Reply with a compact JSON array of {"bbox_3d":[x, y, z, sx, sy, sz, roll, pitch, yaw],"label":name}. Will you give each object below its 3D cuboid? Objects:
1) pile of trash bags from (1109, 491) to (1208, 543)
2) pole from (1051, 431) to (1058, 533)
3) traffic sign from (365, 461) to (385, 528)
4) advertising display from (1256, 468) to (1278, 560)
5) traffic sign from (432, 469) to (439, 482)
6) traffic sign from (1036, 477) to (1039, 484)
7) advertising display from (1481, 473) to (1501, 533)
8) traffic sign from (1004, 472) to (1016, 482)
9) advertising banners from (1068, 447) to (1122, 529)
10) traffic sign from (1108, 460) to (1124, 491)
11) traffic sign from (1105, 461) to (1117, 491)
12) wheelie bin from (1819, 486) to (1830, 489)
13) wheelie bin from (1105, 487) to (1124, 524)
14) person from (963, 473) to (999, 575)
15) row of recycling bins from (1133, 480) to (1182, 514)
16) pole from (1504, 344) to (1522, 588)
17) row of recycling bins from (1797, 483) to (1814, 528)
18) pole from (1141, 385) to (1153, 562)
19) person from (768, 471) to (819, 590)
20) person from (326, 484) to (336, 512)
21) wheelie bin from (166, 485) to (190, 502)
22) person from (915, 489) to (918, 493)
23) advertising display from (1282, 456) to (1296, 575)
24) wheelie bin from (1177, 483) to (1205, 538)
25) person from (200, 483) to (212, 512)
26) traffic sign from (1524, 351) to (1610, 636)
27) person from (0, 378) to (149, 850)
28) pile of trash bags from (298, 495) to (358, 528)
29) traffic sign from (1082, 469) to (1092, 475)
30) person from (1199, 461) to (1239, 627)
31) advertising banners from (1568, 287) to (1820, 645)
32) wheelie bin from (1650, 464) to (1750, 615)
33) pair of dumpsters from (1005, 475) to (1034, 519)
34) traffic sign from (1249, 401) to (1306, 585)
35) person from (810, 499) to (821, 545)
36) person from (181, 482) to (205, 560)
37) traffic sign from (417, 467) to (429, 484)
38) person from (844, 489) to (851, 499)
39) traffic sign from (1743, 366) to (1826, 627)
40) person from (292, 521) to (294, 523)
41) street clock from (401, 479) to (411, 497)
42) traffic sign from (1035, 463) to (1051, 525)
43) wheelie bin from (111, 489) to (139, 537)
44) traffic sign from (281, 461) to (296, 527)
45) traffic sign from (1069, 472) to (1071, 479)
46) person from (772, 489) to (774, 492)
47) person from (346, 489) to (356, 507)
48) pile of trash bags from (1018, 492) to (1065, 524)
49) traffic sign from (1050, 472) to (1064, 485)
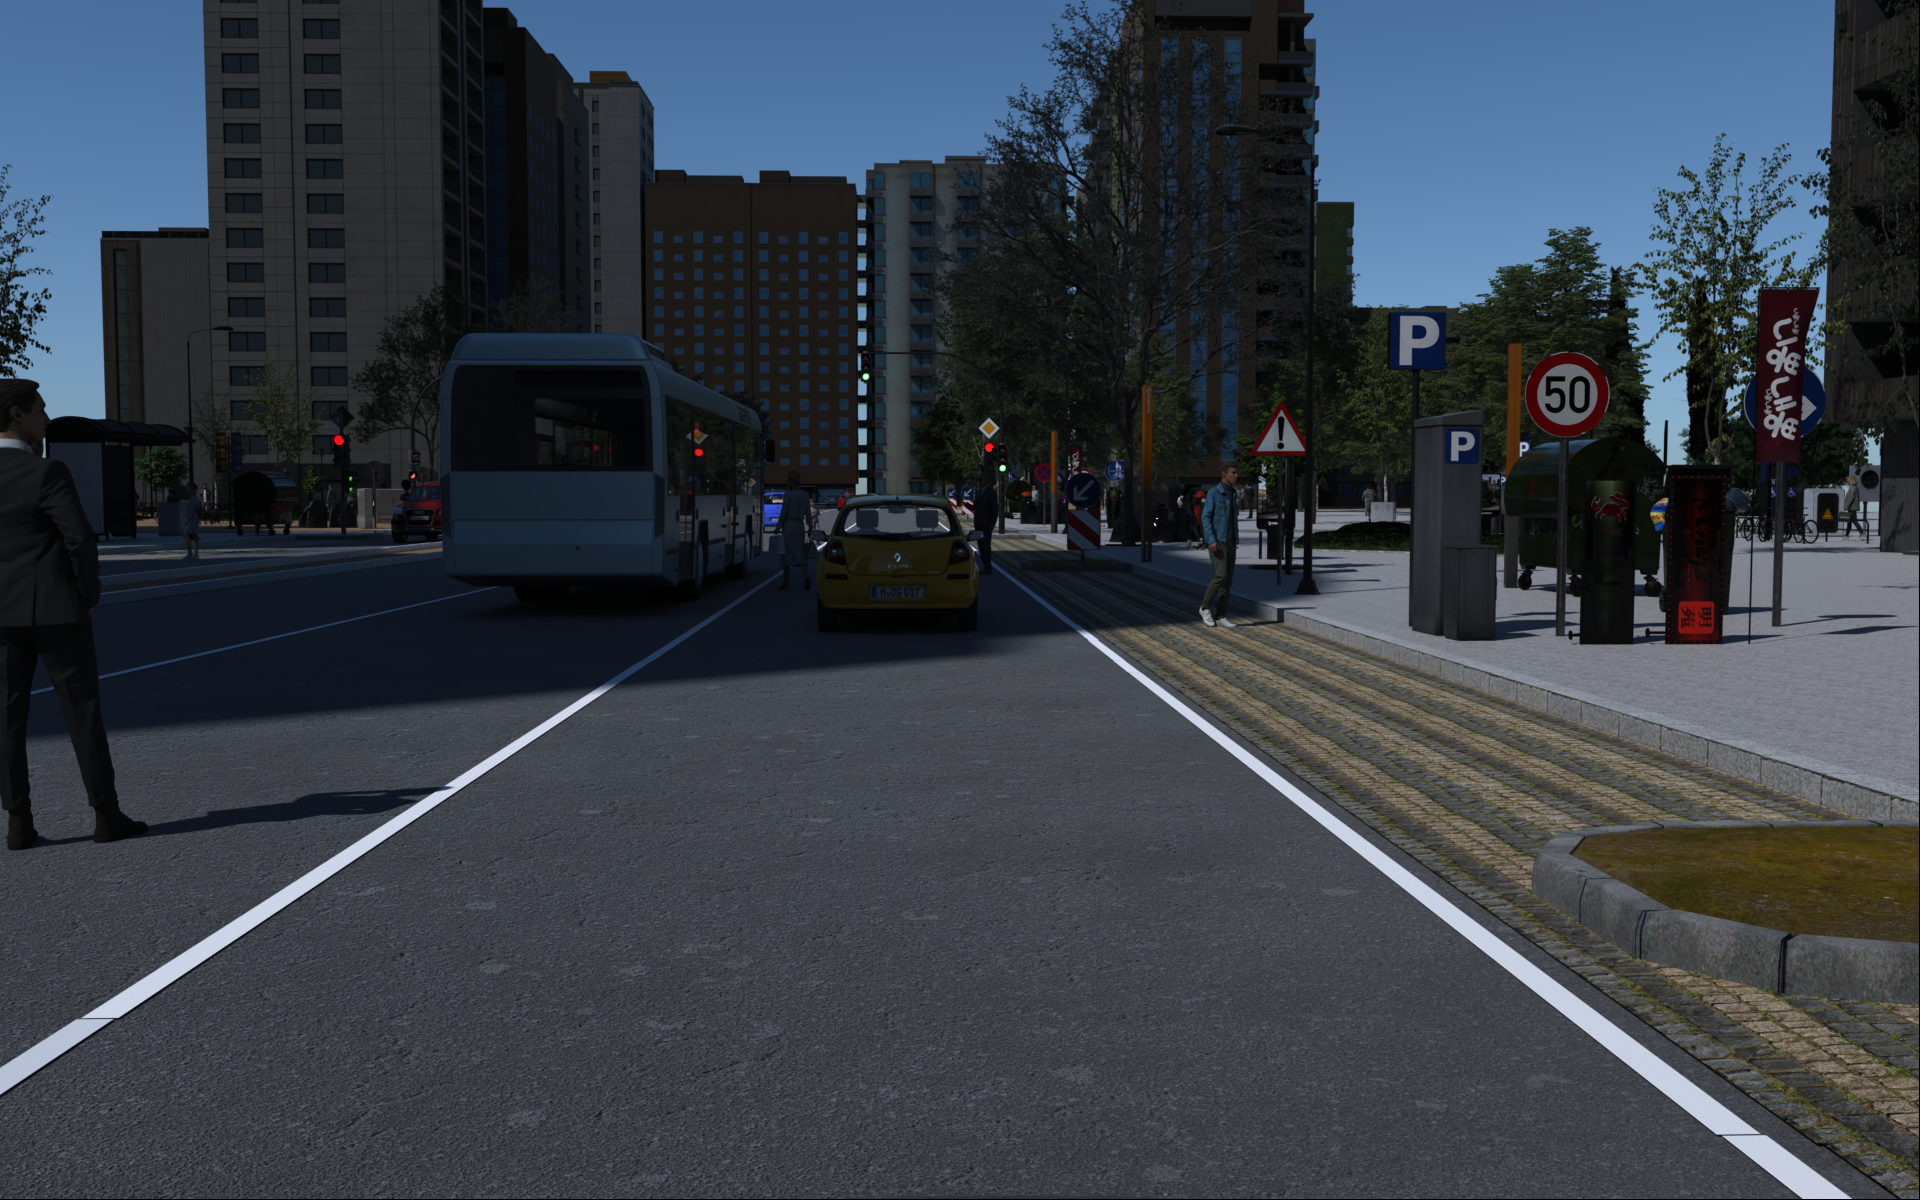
[{"bbox_3d":[5.715,-2.275,46.946,1.912,1.369,3.447,3,5,44],"label":"pile of trash bags"},{"bbox_3d":[3.070,-3.823,56.349,0.158,3.312,0.155,0,3,0],"label":"pole"},{"bbox_3d":[-22.276,-4.025,65.914,0.768,2.556,0.104,0,4,4],"label":"traffic sign"},{"bbox_3d":[6.171,-1.751,33.842,0.123,1.923,0.974,-2,4,-33],"label":"advertising display"},{"bbox_3d":[-26.607,-5.323,87.144,0.768,2.556,0.104,0,4,7],"label":"traffic sign"},{"bbox_3d":[4.749,-6.109,99.983,0.768,2.556,0.104,0,4,2],"label":"traffic sign"},{"bbox_3d":[15.710,-2.849,51.799,0.974,1.923,0.123,-1,4,-14],"label":"advertising display"},{"bbox_3d":[2.902,-6.107,99.950,0.768,2.556,0.104,0,3,0],"label":"traffic sign"},{"bbox_3d":[4.986,-4.148,64.010,2.074,3.025,0.090,-1,4,-9],"label":"advertising banners"},{"bbox_3d":[5.947,-3.975,65.091,0.768,2.556,0.104,0,4,6],"label":"traffic sign"},{"bbox_3d":[5.929,-4.058,66.459,0.768,2.556,0.104,0,4,1],"label":"traffic sign"},{"bbox_3d":[33.997,-3.684,68.145,0.693,1.594,0.980,0,4,-2],"label":"wheelie bin"},{"bbox_3d":[6.699,-4.102,74.983,0.693,1.594,0.980,-2,4,-33],"label":"wheelie bin"},{"bbox_3d":[0.372,-1.366,31.003,0.590,1.801,0.661,-3,5,-40],"label":"person"},{"bbox_3d":[5.925,-2.821,53.243,1.069,1.692,3.534,-1,4,-13],"label":"row of recycling bins"},{"bbox_3d":[7.535,-1.820,23.606,0.158,3.312,0.155,0,3,0],"label":"pole"},{"bbox_3d":[32.093,-3.619,66.288,1.069,1.692,3.534,2,4,24],"label":"row of recycling bins"},{"bbox_3d":[3.520,-2.372,32.618,0.158,3.312,0.155,0,3,0],"label":"pole"},{"bbox_3d":[-2.478,-1.038,25.826,0.694,1.780,0.624,-2,4,-24],"label":"person"},{"bbox_3d":[-34.586,-5.452,95.280,0.767,1.812,0.694,1,4,23],"label":"person"},{"bbox_3d":[-28.435,-3.369,62.998,0.693,1.594,0.980,1,4,20],"label":"wheelie bin"},{"bbox_3d":[-3.280,-7.548,131.913,0.555,1.821,0.388,0,4,-1],"label":"person"},{"bbox_3d":[5.282,-1.382,27.807,0.123,1.923,0.974,1,4,9],"label":"advertising display"},{"bbox_3d":[6.827,-2.611,50.594,0.980,1.594,0.693,-2,4,-33],"label":"wheelie bin"},{"bbox_3d":[-36.363,-4.745,83.610,0.794,1.824,0.713,2,4,25],"label":"person"},{"bbox_3d":[5.423,-0.946,15.569,0.768,2.556,0.104,0,4,-1],"label":"traffic sign"},{"bbox_3d":[-3.772,0.045,7.125,0.648,1.900,0.474,0,4,1],"label":"person"},{"bbox_3d":[-24.723,-3.430,65.839,3.447,1.369,1.912,-1,4,-21],"label":"pile of trash bags"},{"bbox_3d":[6.199,-5.285,86.520,0.768,2.556,0.104,0,4,5],"label":"traffic sign"},{"bbox_3d":[2.786,-0.593,18.534,0.601,1.785,0.444,-3,4,-37],"label":"person"},{"bbox_3d":[6.238,-1.133,14.707,2.074,3.025,0.090,0,4,-2],"label":"advertising banners"},{"bbox_3d":[7.937,-0.651,18.549,0.980,1.594,0.693,1,4,9],"label":"wheelie bin"},{"bbox_3d":[2.985,-5.357,90.075,1.574,2.255,4.437,0,4,-2],"label":"pair of dumpsters"},{"bbox_3d":[4.486,-1.484,24.272,0.884,2.594,0.081,0,4,5],"label":"traffic sign"},{"bbox_3d":[-4.060,-2.184,48.480,0.394,1.301,0.425,3,5,40],"label":"person"},{"bbox_3d":[-16.830,-1.741,37.973,0.522,1.701,0.512,-2,4,-29],"label":"person"},{"bbox_3d":[-25.028,-4.928,80.684,0.768,2.556,0.104,0,4,4],"label":"traffic sign"},{"bbox_3d":[-7.598,-6.667,117.782,0.520,1.790,0.573,1,4,12],"label":"person"},{"bbox_3d":[7.914,-1.016,16.710,0.768,2.556,0.104,0,4,5],"label":"traffic sign"},{"bbox_3d":[-29.786,-4.307,76.557,0.767,1.812,0.694,-3,5,-39],"label":"person"},{"bbox_3d":[-27.210,-4.932,85.214,0.471,2.002,0.358,0,4,5],"label":"street clock"},{"bbox_3d":[3.460,-4.332,70.933,0.768,2.556,0.104,0,4,8],"label":"traffic sign"},{"bbox_3d":[-25.293,-2.725,52.461,0.693,1.594,0.980,0,4,-2],"label":"wheelie bin"},{"bbox_3d":[-26.276,-4.123,67.518,0.768,2.556,0.104,0,4,-1],"label":"traffic sign"},{"bbox_3d":[5.969,-5.413,88.612,0.768,2.556,0.104,0,4,3],"label":"traffic sign"},{"bbox_3d":[-13.185,-6.959,122.508,0.478,1.798,0.641,0,3,0],"label":"person"},{"bbox_3d":[-32.788,-5.309,93.126,0.520,1.790,0.573,-2,4,-27],"label":"person"},{"bbox_3d":[3.402,-3.987,74.938,1.912,1.369,3.447,-1,4,-21],"label":"pile of trash bags"},{"bbox_3d":[5.627,-6.138,100.469,0.768,2.556,0.104,0,4,5],"label":"traffic sign"}]
